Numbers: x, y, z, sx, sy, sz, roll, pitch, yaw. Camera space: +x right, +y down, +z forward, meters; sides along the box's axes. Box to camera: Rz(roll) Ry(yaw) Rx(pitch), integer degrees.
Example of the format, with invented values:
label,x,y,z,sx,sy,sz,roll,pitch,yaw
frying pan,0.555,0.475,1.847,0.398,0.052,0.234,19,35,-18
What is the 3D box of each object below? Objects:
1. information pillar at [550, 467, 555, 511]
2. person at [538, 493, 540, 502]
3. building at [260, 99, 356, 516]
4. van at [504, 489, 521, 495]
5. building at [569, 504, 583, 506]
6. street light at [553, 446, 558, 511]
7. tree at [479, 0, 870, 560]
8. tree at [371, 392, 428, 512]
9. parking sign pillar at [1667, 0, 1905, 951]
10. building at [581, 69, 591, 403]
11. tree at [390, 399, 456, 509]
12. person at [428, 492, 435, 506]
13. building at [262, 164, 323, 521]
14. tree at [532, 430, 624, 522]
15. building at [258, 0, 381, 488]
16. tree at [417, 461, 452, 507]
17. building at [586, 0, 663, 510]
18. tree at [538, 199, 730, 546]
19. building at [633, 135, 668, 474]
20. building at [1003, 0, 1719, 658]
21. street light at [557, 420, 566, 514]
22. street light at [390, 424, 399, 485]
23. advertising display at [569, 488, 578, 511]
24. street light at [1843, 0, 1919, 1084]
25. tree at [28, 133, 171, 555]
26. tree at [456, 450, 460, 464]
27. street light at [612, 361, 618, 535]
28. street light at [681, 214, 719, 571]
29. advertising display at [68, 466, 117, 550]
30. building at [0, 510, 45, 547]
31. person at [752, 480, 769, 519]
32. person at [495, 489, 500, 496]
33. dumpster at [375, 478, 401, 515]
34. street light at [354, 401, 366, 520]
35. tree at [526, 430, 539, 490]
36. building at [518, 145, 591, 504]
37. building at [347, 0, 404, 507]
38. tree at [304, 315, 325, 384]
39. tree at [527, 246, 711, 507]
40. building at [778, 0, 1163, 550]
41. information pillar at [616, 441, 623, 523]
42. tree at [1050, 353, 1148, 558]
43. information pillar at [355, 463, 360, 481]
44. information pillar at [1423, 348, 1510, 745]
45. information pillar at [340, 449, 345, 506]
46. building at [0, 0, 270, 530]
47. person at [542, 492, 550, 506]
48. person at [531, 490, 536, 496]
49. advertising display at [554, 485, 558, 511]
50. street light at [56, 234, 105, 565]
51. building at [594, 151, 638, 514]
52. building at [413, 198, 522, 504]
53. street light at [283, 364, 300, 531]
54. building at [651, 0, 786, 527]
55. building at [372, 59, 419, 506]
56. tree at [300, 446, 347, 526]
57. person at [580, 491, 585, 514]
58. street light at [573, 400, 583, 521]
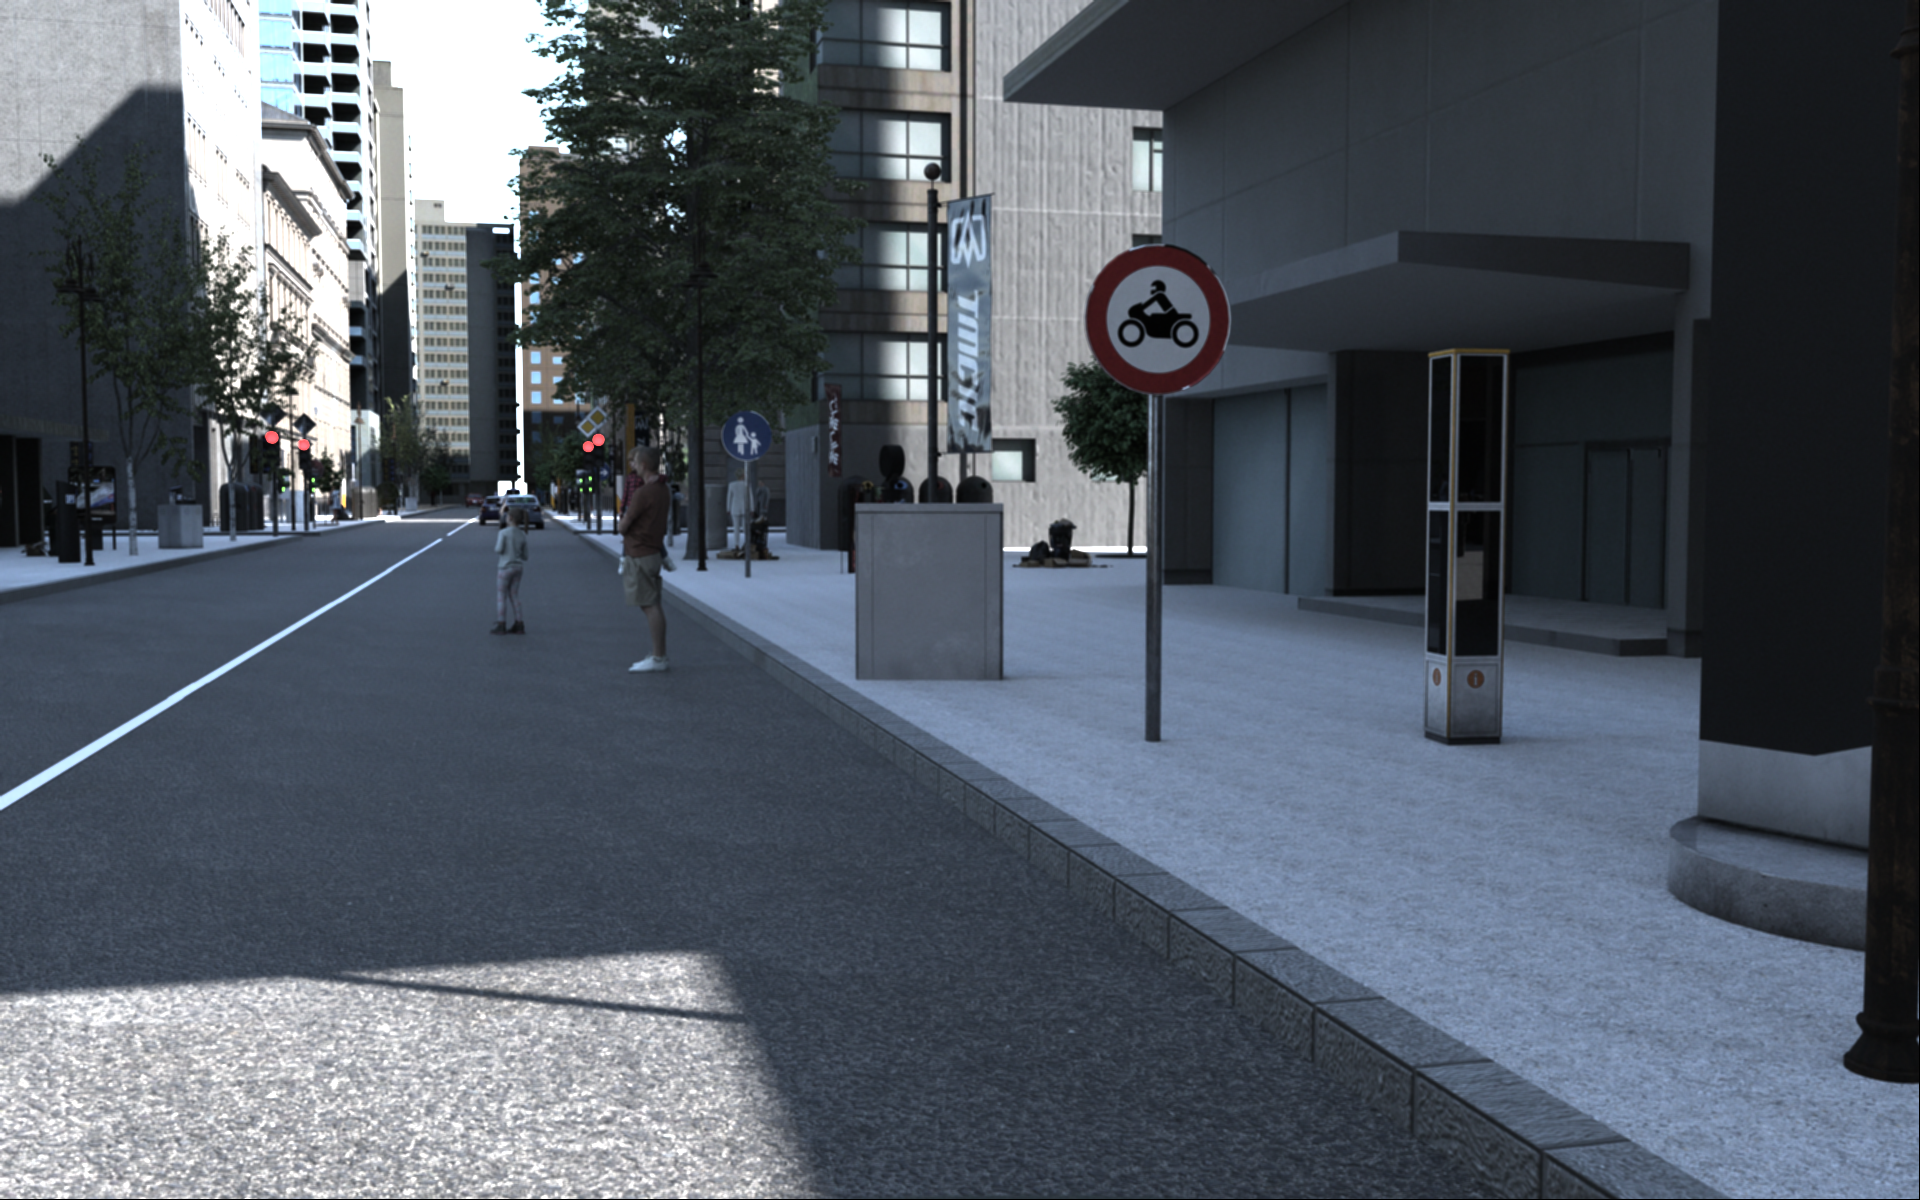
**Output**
label,x,y,z,sx,sy,sz,roll,pitch,yaw
information pillar,-30.524,-8.473,129.883,0.504,3.616,0.183,3,5,45
person,-49.479,-11.878,203.512,0.557,1.426,1.065,-1,4,-18
building,-45.973,-19.142,110.236,12.463,27.353,25.104,-1,4,-14
van,-52.677,-12.226,204.278,2.240,2.365,5.245,-1,4,-14
building,-28.990,-30.975,198.325,32.217,40.220,23.993,-1,4,-14
street light,-31.244,-9.865,134.080,0.468,5.910,1.993,-1,4,-14
tree,-5.395,-7.084,33.943,7.486,12.596,7.792,0,3,0
tree,-40.604,-10.719,125.610,4.737,8.622,4.395,0,3,0
parking sign pillar,2.988,-1.028,5.288,1.447,3.967,1.447,-2,4,-30
building,-25.499,-33.718,170.900,23.786,49.044,30.456,-1,4,-14
tree,-42.072,-11.170,132.999,4.360,8.622,3.978,0,3,0
person,-58.450,-11.365,191.824,0.705,1.831,1.348,1,4,18
building,-39.298,-13.735,89.192,10.561,19.102,19.286,-1,4,-14
tree,-19.583,-6.561,90.987,4.285,4.588,4.351,0,3,0
building,-59.822,-50.749,142.424,22.319,86.520,31.000,-1,4,-14
tree,-51.651,-11.423,170.471,4.285,4.588,4.351,0,3,0
building,-24.665,-28.419,148.252,14.154,41.232,14.086,-1,4,-14
tree,-7.295,-5.612,42.111,4.360,8.622,3.978,0,3,0
building,-13.995,-16.816,103.821,11.050,23.489,19.941,-1,4,-14
building,16.595,-25.973,13.903,28.713,52.752,27.495,-1,4,-14
street light,-24.906,-8.329,108.970,0.468,5.910,1.993,-1,4,-14
street light,-36.461,-8.500,111.757,0.468,5.910,1.993,-1,4,-14
advertising display,-28.777,-7.547,128.603,0.123,1.923,0.974,3,5,42
street light,2.068,-1.889,3.678,0.468,5.910,1.993,-1,4,-14
tree,-17.141,-5.241,36.052,4.737,8.622,4.395,0,3,0
tree,-56.265,-14.506,187.535,4.360,8.622,3.978,0,3,0
street light,-10.827,-4.983,54.252,0.468,5.910,1.993,-1,4,-14
street light,-4.324,-3.430,28.861,0.468,5.910,1.993,-1,4,-14
advertising display,-19.848,-2.106,39.643,0.974,1.923,0.123,-2,4,-27
building,-34.394,-23.069,31.802,28.867,44.769,22.147,-1,4,-14
person,-7.418,-3.563,64.402,0.694,1.812,0.767,2,4,31
person,-39.729,-8.601,148.995,0.599,1.838,0.709,-1,4,-8
dumpster,-34.682,-6.264,104.908,1.502,2.255,1.985,-1,4,-14
street light,-29.796,-6.926,86.027,0.468,5.910,1.993,-1,4,-14
tree,-44.964,-14.507,187.558,4.360,8.622,3.978,0,3,0
building,-50.059,-35.247,226.390,14.200,45.320,14.600,-1,4,-14
building,-65.645,-44.632,167.992,20.563,71.187,20.611,-1,4,-14
tree,-19.796,-5.920,47.158,4.737,8.622,4.395,0,3,0
tree,-8.920,-6.039,49.101,4.737,8.622,4.395,0,3,0
building,1.885,-22.220,46.891,14.154,41.232,14.086,-1,4,-14
information pillar,-14.969,-5.188,76.172,0.183,3.616,0.504,-3,5,-42
tree,3.413,-3.147,35.165,4.285,4.588,4.351,0,3,0
information pillar,-43.817,-8.244,126.145,0.504,3.616,0.183,2,4,24
information pillar,2.609,-0.272,8.941,0.304,2.012,0.304,-1,4,-9
information pillar,-32.078,-6.031,89.967,0.183,3.616,0.504,-2,4,-35
building,-35.746,-15.380,69.485,12.078,24.808,19.932,-1,4,-14
person,-43.541,-10.770,182.648,1.217,1.766,0.721,-1,4,-10
person,-35.491,-8.274,144.309,0.617,1.759,0.750,-2,4,-31
advertising display,-29.788,-7.581,129.158,0.974,1.923,0.123,1,4,13
street light,-15.680,-3.562,31.019,0.468,5.910,1.993,-1,4,-14
building,-20.002,-20.068,125.375,12.463,27.353,25.104,-1,4,-14
building,-70.894,-32.927,230.244,23.993,40.220,32.217,-1,4,-14
street light,-23.488,-5.387,60.871,0.468,5.910,1.993,-1,4,-14
building,-0.046,-16.967,74.672,25.104,27.353,12.463,-1,4,-14
building,-71.092,-34.587,189.197,21.600,48.544,21.300,-1,4,-14
tree,-25.691,-4.636,70.402,1.663,3.219,1.824,0,3,0
person,-24.503,-6.521,112.766,0.635,1.810,0.391,0,4,-4
street light,-18.447,-6.790,83.801,0.468,5.910,1.993,-1,4,-14
